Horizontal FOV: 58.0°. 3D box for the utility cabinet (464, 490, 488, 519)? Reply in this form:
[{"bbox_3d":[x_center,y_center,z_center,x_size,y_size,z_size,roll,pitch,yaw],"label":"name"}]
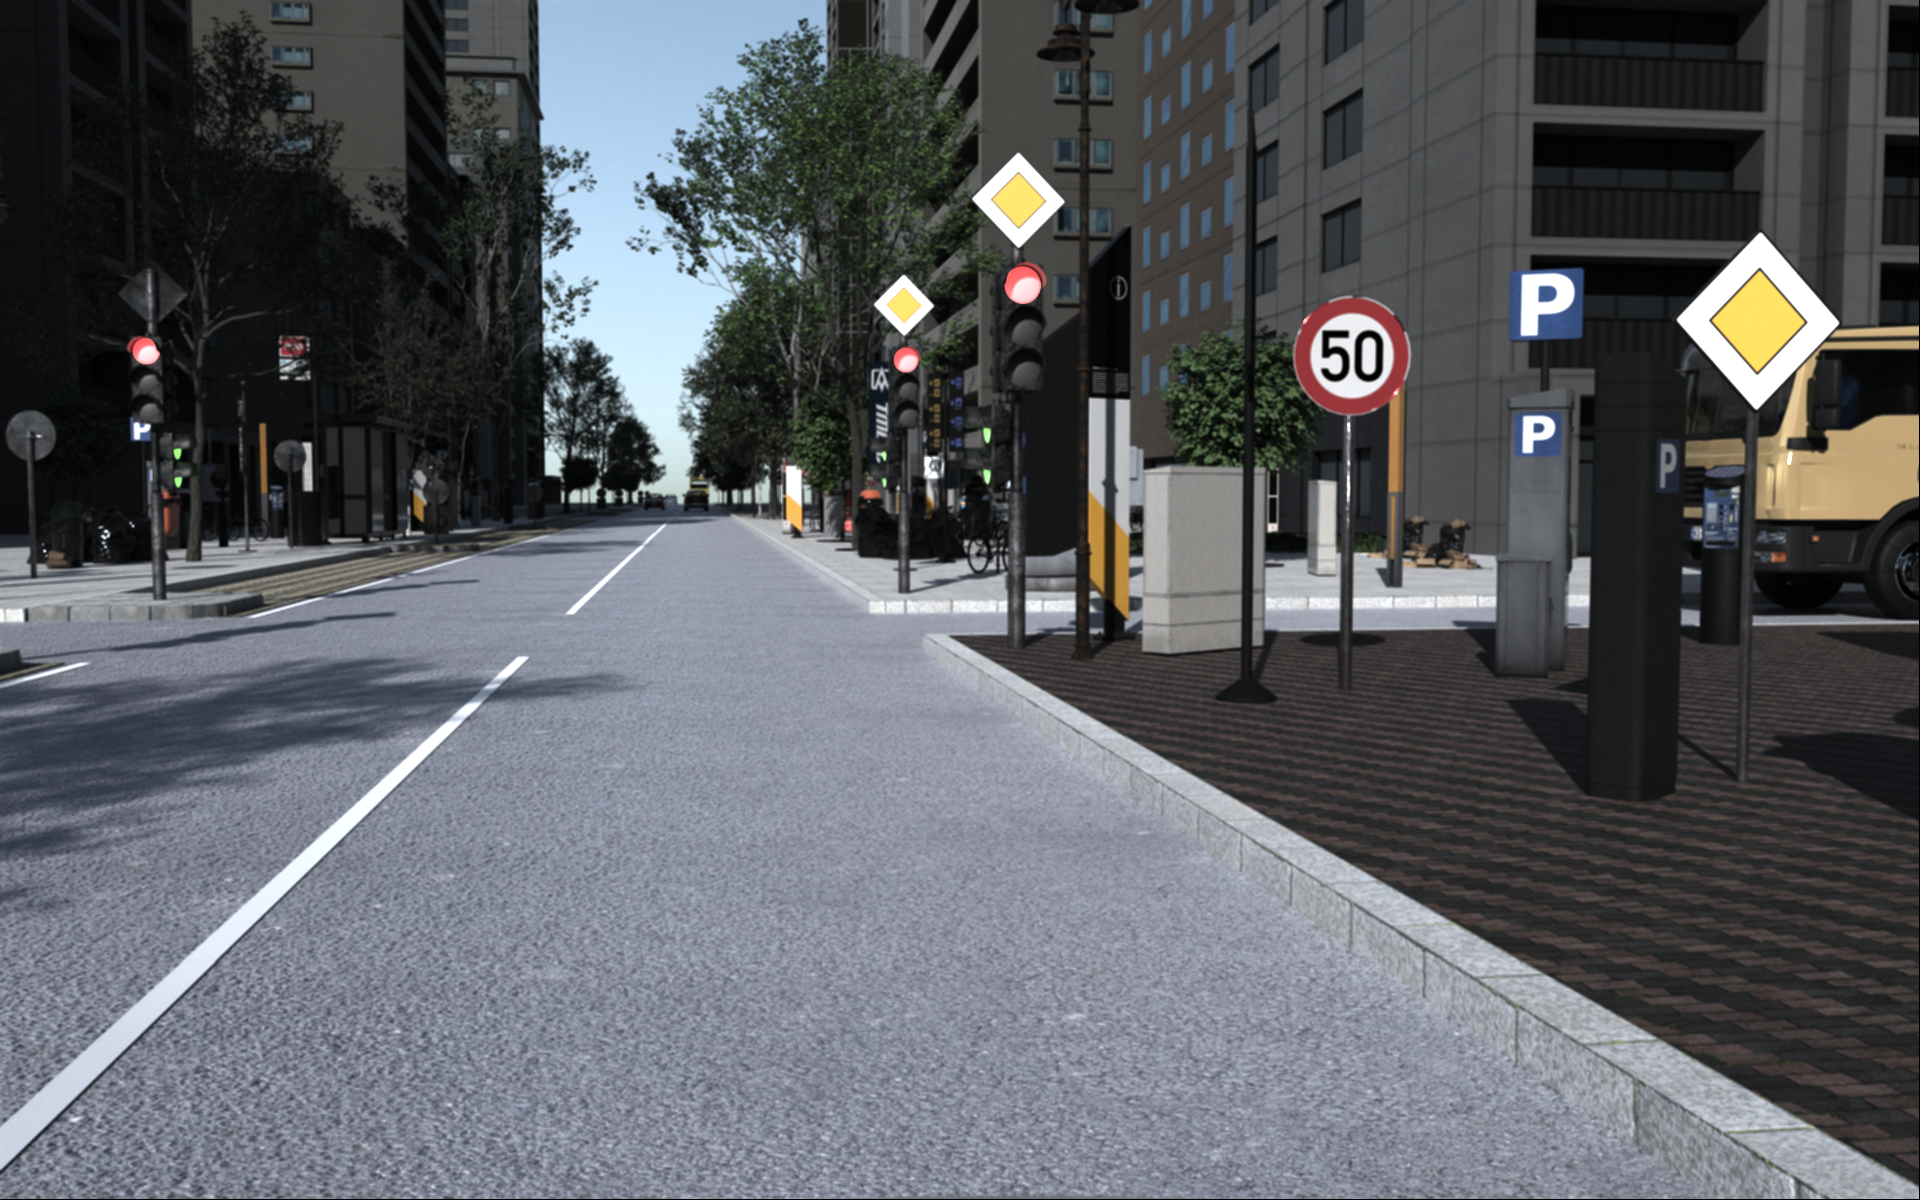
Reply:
[{"bbox_3d":[-24.697,-4.876,88.403,0.318,1.500,1.173,3,5,41],"label":"utility cabinet"}]

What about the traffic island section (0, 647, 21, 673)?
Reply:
[{"bbox_3d":[-8.544,0.559,13.144,2.009,0.180,2.903,-1,4,-9],"label":"traffic island section"}]

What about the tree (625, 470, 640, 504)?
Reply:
[{"bbox_3d":[-39.134,-12.956,195.549,4.285,4.588,4.351,0,3,0],"label":"tree"}]

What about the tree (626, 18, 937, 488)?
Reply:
[{"bbox_3d":[-7.417,-13.205,71.793,12.611,20.169,13.585,0,3,0],"label":"tree"}]

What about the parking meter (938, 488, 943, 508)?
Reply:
[{"bbox_3d":[-0.890,-3.977,73.443,0.372,1.533,0.369,0,3,0],"label":"parking meter"}]

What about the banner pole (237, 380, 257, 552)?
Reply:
[{"bbox_3d":[-15.921,-2.963,38.462,0.401,3.779,0.863,-2,4,-35],"label":"banner pole"}]

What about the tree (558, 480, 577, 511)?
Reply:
[{"bbox_3d":[-29.987,-8.422,132.300,1.663,3.219,1.824,0,3,0],"label":"tree"}]

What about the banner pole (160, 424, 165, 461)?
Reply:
[{"bbox_3d":[-24.901,-3.914,54.008,0.863,3.779,0.401,3,4,38],"label":"banner pole"}]

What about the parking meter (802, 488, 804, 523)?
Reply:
[{"bbox_3d":[-6.780,-3.962,73.192,0.372,1.533,0.369,0,3,0],"label":"parking meter"}]

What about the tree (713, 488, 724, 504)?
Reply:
[{"bbox_3d":[-29.972,-16.483,219.867,4.737,8.622,4.395,0,3,0],"label":"tree"}]

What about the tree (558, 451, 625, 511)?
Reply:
[{"bbox_3d":[-28.111,-8.829,128.062,4.285,4.588,4.351,0,3,0],"label":"tree"}]

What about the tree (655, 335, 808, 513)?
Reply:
[{"bbox_3d":[-13.860,-12.547,115.515,12.009,13.543,11.850,0,3,0],"label":"tree"}]

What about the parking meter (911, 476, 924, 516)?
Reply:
[{"bbox_3d":[-1.327,-2.986,54.526,0.255,1.863,0.399,-2,4,-35],"label":"parking meter"}]

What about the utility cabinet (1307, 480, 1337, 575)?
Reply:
[{"bbox_3d":[5.767,-1.154,27.541,0.318,1.500,1.173,0,4,4],"label":"utility cabinet"}]

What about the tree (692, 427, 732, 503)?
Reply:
[{"bbox_3d":[-26.764,-17.142,198.391,7.486,12.596,7.792,0,3,0],"label":"tree"}]

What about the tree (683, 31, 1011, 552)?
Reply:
[{"bbox_3d":[-2.318,-6.923,38.951,9.928,11.665,9.643,0,3,0],"label":"tree"}]

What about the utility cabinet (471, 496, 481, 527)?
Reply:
[{"bbox_3d":[-19.031,-3.487,68.174,0.306,1.237,1.020,-1,4,-12],"label":"utility cabinet"}]

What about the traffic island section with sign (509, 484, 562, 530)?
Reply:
[{"bbox_3d":[-17.214,-3.774,70.339,1.989,1.847,2.006,-1,4,-9],"label":"traffic island section with sign"}]

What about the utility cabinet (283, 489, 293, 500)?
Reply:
[{"bbox_3d":[-31.673,-4.463,81.645,0.318,1.500,1.173,-2,4,-28],"label":"utility cabinet"}]

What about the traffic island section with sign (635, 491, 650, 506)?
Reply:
[{"bbox_3d":[-37.009,-11.774,201.136,1.989,1.847,2.006,-1,4,-9],"label":"traffic island section with sign"}]

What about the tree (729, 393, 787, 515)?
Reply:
[{"bbox_3d":[-11.924,-9.397,104.000,4.360,8.622,3.978,0,3,0],"label":"tree"}]

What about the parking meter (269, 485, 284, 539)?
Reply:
[{"bbox_3d":[-19.721,-2.544,50.005,0.372,1.533,0.369,0,3,0],"label":"parking meter"}]

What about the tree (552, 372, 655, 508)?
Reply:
[{"bbox_3d":[-34.250,-15.580,165.103,12.009,13.543,11.850,0,3,0],"label":"tree"}]

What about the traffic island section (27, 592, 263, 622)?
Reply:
[{"bbox_3d":[-9.739,0.076,21.040,2.009,0.180,2.903,-1,4,-9],"label":"traffic island section"}]

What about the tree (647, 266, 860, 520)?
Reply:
[{"bbox_3d":[-9.371,-10.411,87.231,9.611,12.733,9.660,0,3,0],"label":"tree"}]

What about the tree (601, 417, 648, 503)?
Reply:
[{"bbox_3d":[-47.810,-20.450,251.367,9.611,12.733,9.660,0,3,0],"label":"tree"}]

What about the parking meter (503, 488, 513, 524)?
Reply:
[{"bbox_3d":[-19.550,-4.068,74.921,0.372,1.533,0.369,0,3,0],"label":"parking meter"}]

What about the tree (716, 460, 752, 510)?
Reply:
[{"bbox_3d":[-18.222,-9.783,143.663,4.285,4.588,4.351,0,3,0],"label":"tree"}]

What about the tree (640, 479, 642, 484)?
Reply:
[{"bbox_3d":[-43.976,-15.115,230.849,4.285,4.588,4.351,0,3,0],"label":"tree"}]

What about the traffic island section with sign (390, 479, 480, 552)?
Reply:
[{"bbox_3d":[-13.151,-2.132,43.478,1.989,1.847,2.006,-1,4,-9],"label":"traffic island section with sign"}]

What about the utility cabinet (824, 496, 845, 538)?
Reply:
[{"bbox_3d":[-3.706,-2.432,50.925,0.306,1.237,1.020,-2,4,-25],"label":"utility cabinet"}]

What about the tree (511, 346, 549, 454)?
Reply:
[{"bbox_3d":[-25.667,-11.471,113.298,9.928,11.665,9.643,0,3,0],"label":"tree"}]

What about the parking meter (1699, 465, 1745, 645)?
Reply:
[{"bbox_3d":[6.561,-0.394,14.850,0.372,1.533,0.369,0,3,0],"label":"parking meter"}]

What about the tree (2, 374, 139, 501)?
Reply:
[{"bbox_3d":[-24.447,-3.906,47.571,4.285,4.588,4.351,0,3,0],"label":"tree"}]

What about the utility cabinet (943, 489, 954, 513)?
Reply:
[{"bbox_3d":[-0.728,-4.214,77.575,0.318,1.500,1.173,-2,4,-32],"label":"utility cabinet"}]

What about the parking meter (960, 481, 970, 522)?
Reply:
[{"bbox_3d":[0.232,-4.238,75.008,0.399,1.863,0.255,1,4,10],"label":"parking meter"}]

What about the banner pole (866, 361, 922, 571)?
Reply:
[{"bbox_3d":[-1.145,-2.378,28.902,0.863,3.779,0.401,-1,4,-18],"label":"banner pole"}]

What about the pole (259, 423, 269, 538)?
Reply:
[{"bbox_3d":[-20.104,-3.436,50.024,0.158,3.312,0.155,0,3,0],"label":"pole"}]

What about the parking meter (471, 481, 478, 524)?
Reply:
[{"bbox_3d":[-20.829,-4.198,74.346,0.255,1.863,0.399,0,4,-3],"label":"parking meter"}]

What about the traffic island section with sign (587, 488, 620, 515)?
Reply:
[{"bbox_3d":[-24.613,-6.763,119.208,1.989,1.847,2.006,-1,4,-9],"label":"traffic island section with sign"}]

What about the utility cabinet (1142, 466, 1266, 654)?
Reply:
[{"bbox_3d":[1.987,-0.331,14.095,1.173,1.500,0.318,-3,5,-41],"label":"utility cabinet"}]

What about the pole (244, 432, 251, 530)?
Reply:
[{"bbox_3d":[-23.379,-3.850,56.795,0.158,3.312,0.155,0,3,0],"label":"pole"}]

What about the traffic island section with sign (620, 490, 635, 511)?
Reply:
[{"bbox_3d":[-28.724,-8.425,146.380,1.989,1.847,2.006,-1,4,-9],"label":"traffic island section with sign"}]

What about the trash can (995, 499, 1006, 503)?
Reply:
[{"bbox_3d":[1.419,-2.527,52.970,0.748,1.137,0.748,0,3,0],"label":"trash can"}]

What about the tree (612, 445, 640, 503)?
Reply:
[{"bbox_3d":[-46.503,-17.806,241.486,4.360,8.622,3.978,0,3,0],"label":"tree"}]

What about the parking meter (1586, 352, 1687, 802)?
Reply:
[{"bbox_3d":[2.875,-0.101,7.357,0.399,1.863,0.255,-3,5,-44],"label":"parking meter"}]

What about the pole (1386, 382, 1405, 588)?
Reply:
[{"bbox_3d":[5.978,-1.829,23.739,0.158,3.312,0.155,0,3,0],"label":"pole"}]

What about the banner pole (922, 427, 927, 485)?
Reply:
[{"bbox_3d":[-1.184,-4.104,57.110,0.863,3.779,0.401,3,5,41],"label":"banner pole"}]
